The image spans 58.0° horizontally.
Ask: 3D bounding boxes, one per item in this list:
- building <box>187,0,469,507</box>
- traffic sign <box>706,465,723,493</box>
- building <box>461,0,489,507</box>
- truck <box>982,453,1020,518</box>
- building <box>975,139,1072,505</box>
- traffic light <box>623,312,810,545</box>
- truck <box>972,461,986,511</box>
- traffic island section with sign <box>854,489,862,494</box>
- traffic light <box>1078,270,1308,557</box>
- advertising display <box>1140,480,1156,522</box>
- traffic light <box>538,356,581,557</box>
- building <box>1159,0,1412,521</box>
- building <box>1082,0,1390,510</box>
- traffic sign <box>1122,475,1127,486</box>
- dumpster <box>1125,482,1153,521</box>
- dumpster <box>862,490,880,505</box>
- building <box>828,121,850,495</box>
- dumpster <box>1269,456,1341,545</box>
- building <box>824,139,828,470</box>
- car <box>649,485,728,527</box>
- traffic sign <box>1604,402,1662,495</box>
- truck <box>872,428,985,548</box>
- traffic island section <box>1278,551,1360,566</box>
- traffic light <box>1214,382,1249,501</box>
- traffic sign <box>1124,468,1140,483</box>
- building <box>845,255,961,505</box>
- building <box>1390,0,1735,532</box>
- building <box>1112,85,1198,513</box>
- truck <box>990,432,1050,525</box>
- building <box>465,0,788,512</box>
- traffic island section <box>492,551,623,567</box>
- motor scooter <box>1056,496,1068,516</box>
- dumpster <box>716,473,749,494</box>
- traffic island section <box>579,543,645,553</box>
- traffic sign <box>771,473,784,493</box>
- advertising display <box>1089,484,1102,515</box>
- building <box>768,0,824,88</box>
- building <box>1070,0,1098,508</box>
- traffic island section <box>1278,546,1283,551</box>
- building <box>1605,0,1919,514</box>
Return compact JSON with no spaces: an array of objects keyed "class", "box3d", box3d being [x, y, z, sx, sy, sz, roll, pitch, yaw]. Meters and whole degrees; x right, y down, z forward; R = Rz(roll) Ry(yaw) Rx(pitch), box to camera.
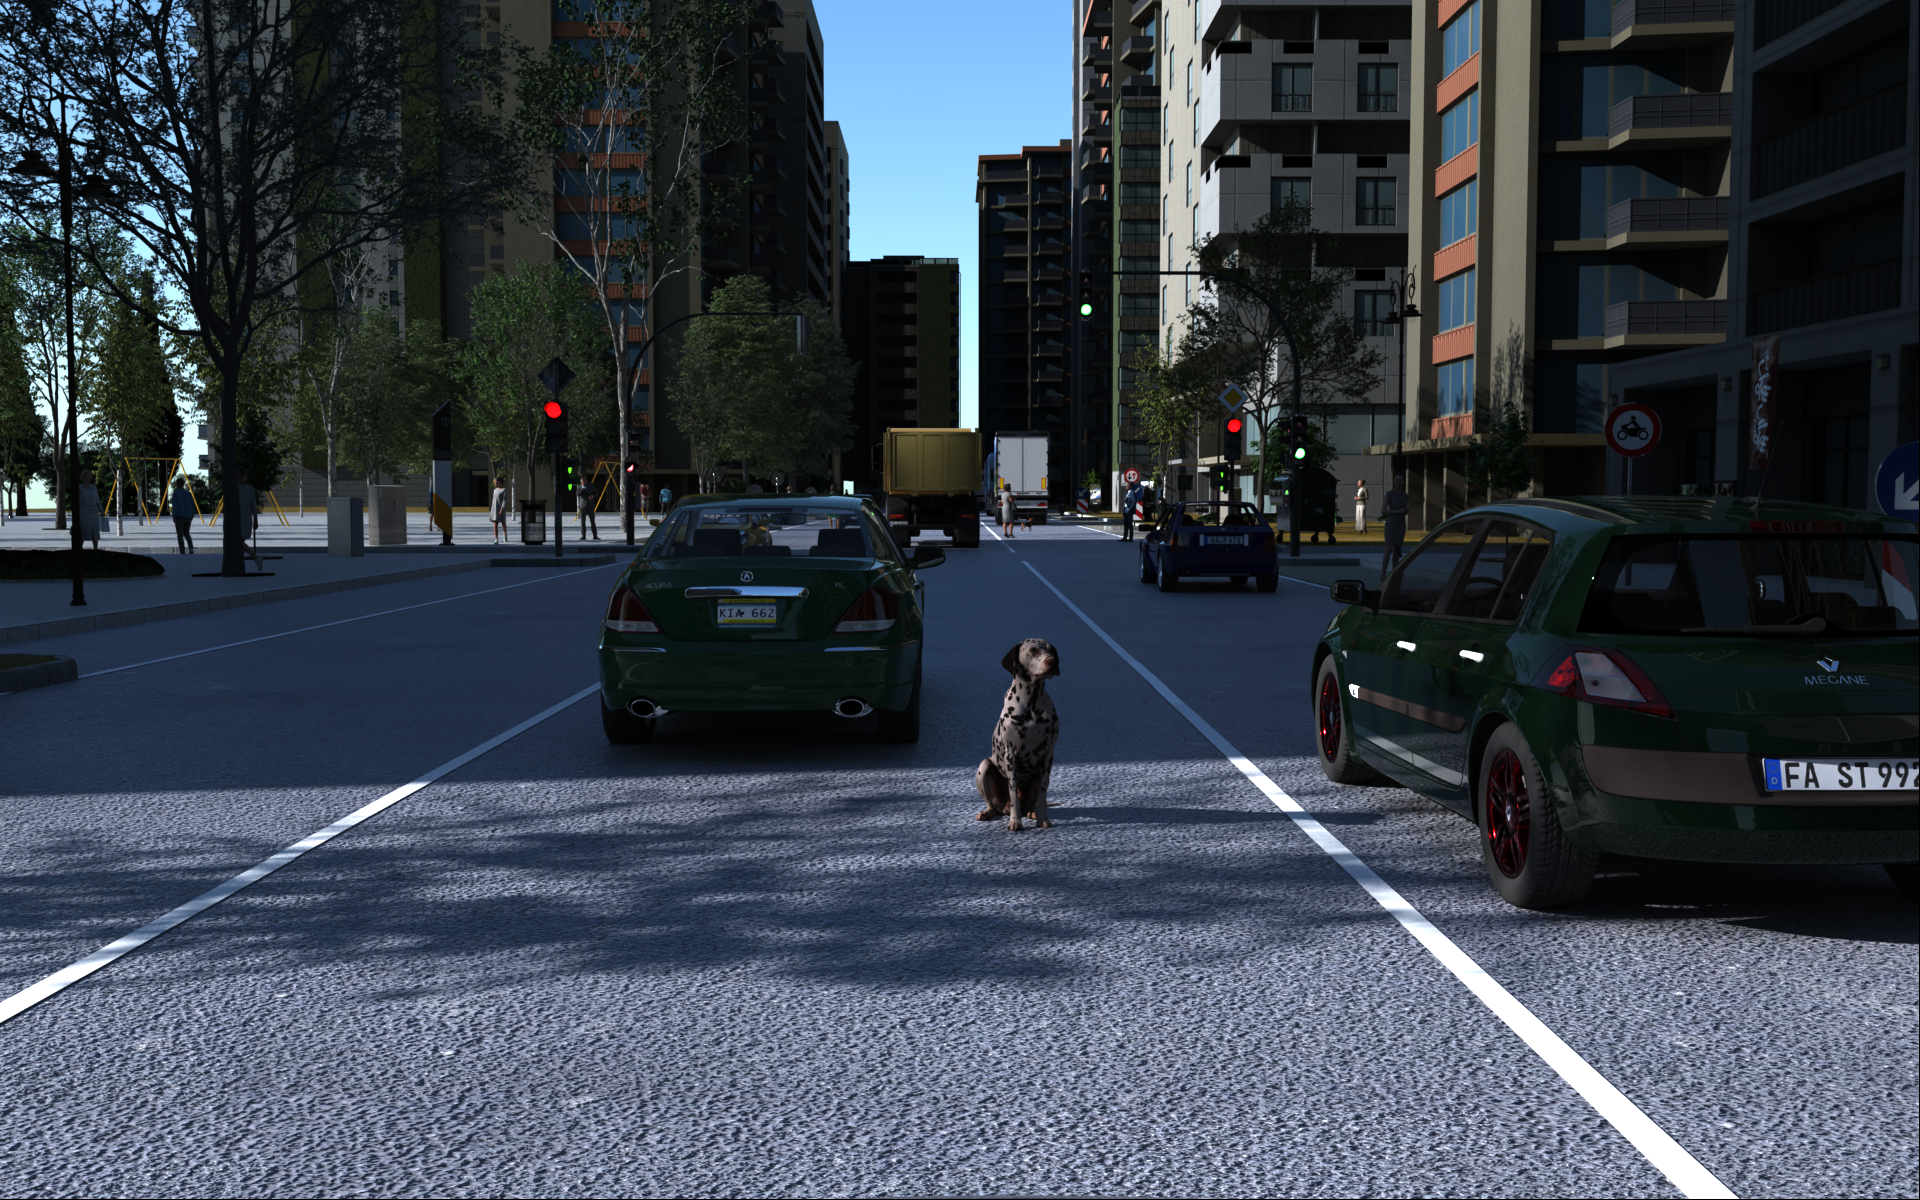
[{"class":"building","box3d":[-62.999,-39.002,179.676,28.212,58.520,21.231,0,4,0]},{"class":"traffic sign","box3d":[-10.919,-4.711,77.129,0.768,2.556,0.104,0,4,3]},{"class":"building","box3d":[-38.593,-45.382,180.240,20.611,71.187,20.563,0,4,0]},{"class":"truck","box3d":[3.231,-7.203,107.535,2.967,4.110,18.799,0,4,-2]},{"class":"building","box3d":[14.824,-34.370,216.565,28.867,44.769,22.147,0,4,0]},{"class":"traffic light","box3d":[-6.159,-4.205,43.421,4.771,5.953,1.251,0,4,0]},{"class":"truck","box3d":[2.410,-9.961,151.773,2.839,4.237,11.283,0,4,-2]},{"class":"traffic island section with sign","box3d":[-8.505,-8.357,145.269,1.989,1.847,2.006,0,4,0]},{"class":"traffic light","box3d":[4.762,-3.710,35.333,4.771,5.953,1.251,0,4,0]},{"class":"advertising display","box3d":[8.738,-4.604,80.492,0.123,1.923,0.974,-3,4,-38]},{"class":"traffic light","box3d":[-8.208,-2.842,35.390,0.839,4.253,0.868,0,4,0]},{"class":"building","box3d":[25.834,-30.848,93.607,28.713,52.752,27.495,0,4,0]},{"class":"building","box3d":[21.780,-30.129,147.235,22.147,44.769,28.867,0,4,0]},{"class":"traffic sign","box3d":[8.697,-5.376,90.023,0.606,2.300,0.079,0,4,4]},{"class":"dumpster","box3d":[8.563,-4.684,82.347,1.264,1.857,1.865,0,4,0]},{"class":"dumpster","box3d":[-8.781,-9.924,170.479,1.865,1.857,1.264,0,4,1]},{"class":"building","box3d":[-24.858,-36.170,215.078,21.600,48.544,21.300,0,4,0]},{"class":"dumpster","box3d":[8.878,-2.573,44.559,1.502,2.255,1.985,0,4,0]},{"class":"building","box3d":[-21.258,-30.597,183.856,14.086,41.232,14.154,0,4,0]},{"class":"car","box3d":[-4.228,-1.194,29.751,2.015,1.641,3.980,0,4,-1]},{"class":"traffic sign","box3d":[9.348,-1.471,24.149,0.768,2.556,0.104,0,4,6]},{"class":"truck","box3d":[-0.854,-3.283,49.600,3.469,3.379,9.791,0,4,-2]},{"class":"traffic island section","box3d":[6.893,-0.815,35.599,2.009,0.180,2.903,0,4,0]},{"class":"traffic light","box3d":[6.811,-3.336,43.470,0.839,4.253,0.868,0,4,0]},{"class":"traffic sign","box3d":[8.517,-5.250,85.950,0.768,2.556,0.104,0,4,4]},{"class":"building","box3d":[-6.988,-26.975,212.736,14.107,30.474,14.160,0,4,0]},{"class":"building","box3d":[29.214,-24.727,58.908,28.867,44.769,22.147,0,4,0]},{"class":"building","box3d":[17.985,-21.675,126.093,14.160,30.474,14.107,0,4,0]},{"class":"truck","box3d":[2.885,-5.779,83.397,2.839,4.237,11.283,0,4,1]},{"class":"building","box3d":[-25.112,-29.254,132.923,22.147,44.769,28.867,0,4,0]},{"class":"traffic island section","box3d":[-8.248,-0.810,35.525,2.009,0.180,2.903,0,4,0]},{"class":"motor scooter","box3d":[6.693,-6.170,113.660,0.815,1.314,1.986,0,4,1]},{"class":"dumpster","box3d":[-10.569,-4.800,80.966,1.502,2.255,1.985,0,4,0]},{"class":"traffic island section","box3d":[-8.290,-1.298,43.510,2.009,0.180,2.903,0,4,0]},{"class":"traffic sign","box3d":[-10.952,-6.352,103.958,0.768,2.556,0.104,0,4,1]},{"class":"advertising display","box3d":[8.465,-6.286,107.990,0.123,1.923,0.974,-3,5,-43]},{"class":"building","box3d":[-23.824,-32.723,158.717,21.300,48.544,21.600,0,4,0]},{"class":"building","box3d":[21.822,-38.760,175.732,21.231,58.520,28.212,0,4,0]},{"class":"traffic island section","box3d":[6.851,-1.303,43.584,2.009,0.180,2.903,0,4,0]},{"class":"building","box3d":[22.494,-35.613,20.526,20.563,71.187,20.611,0,4,0]}]
